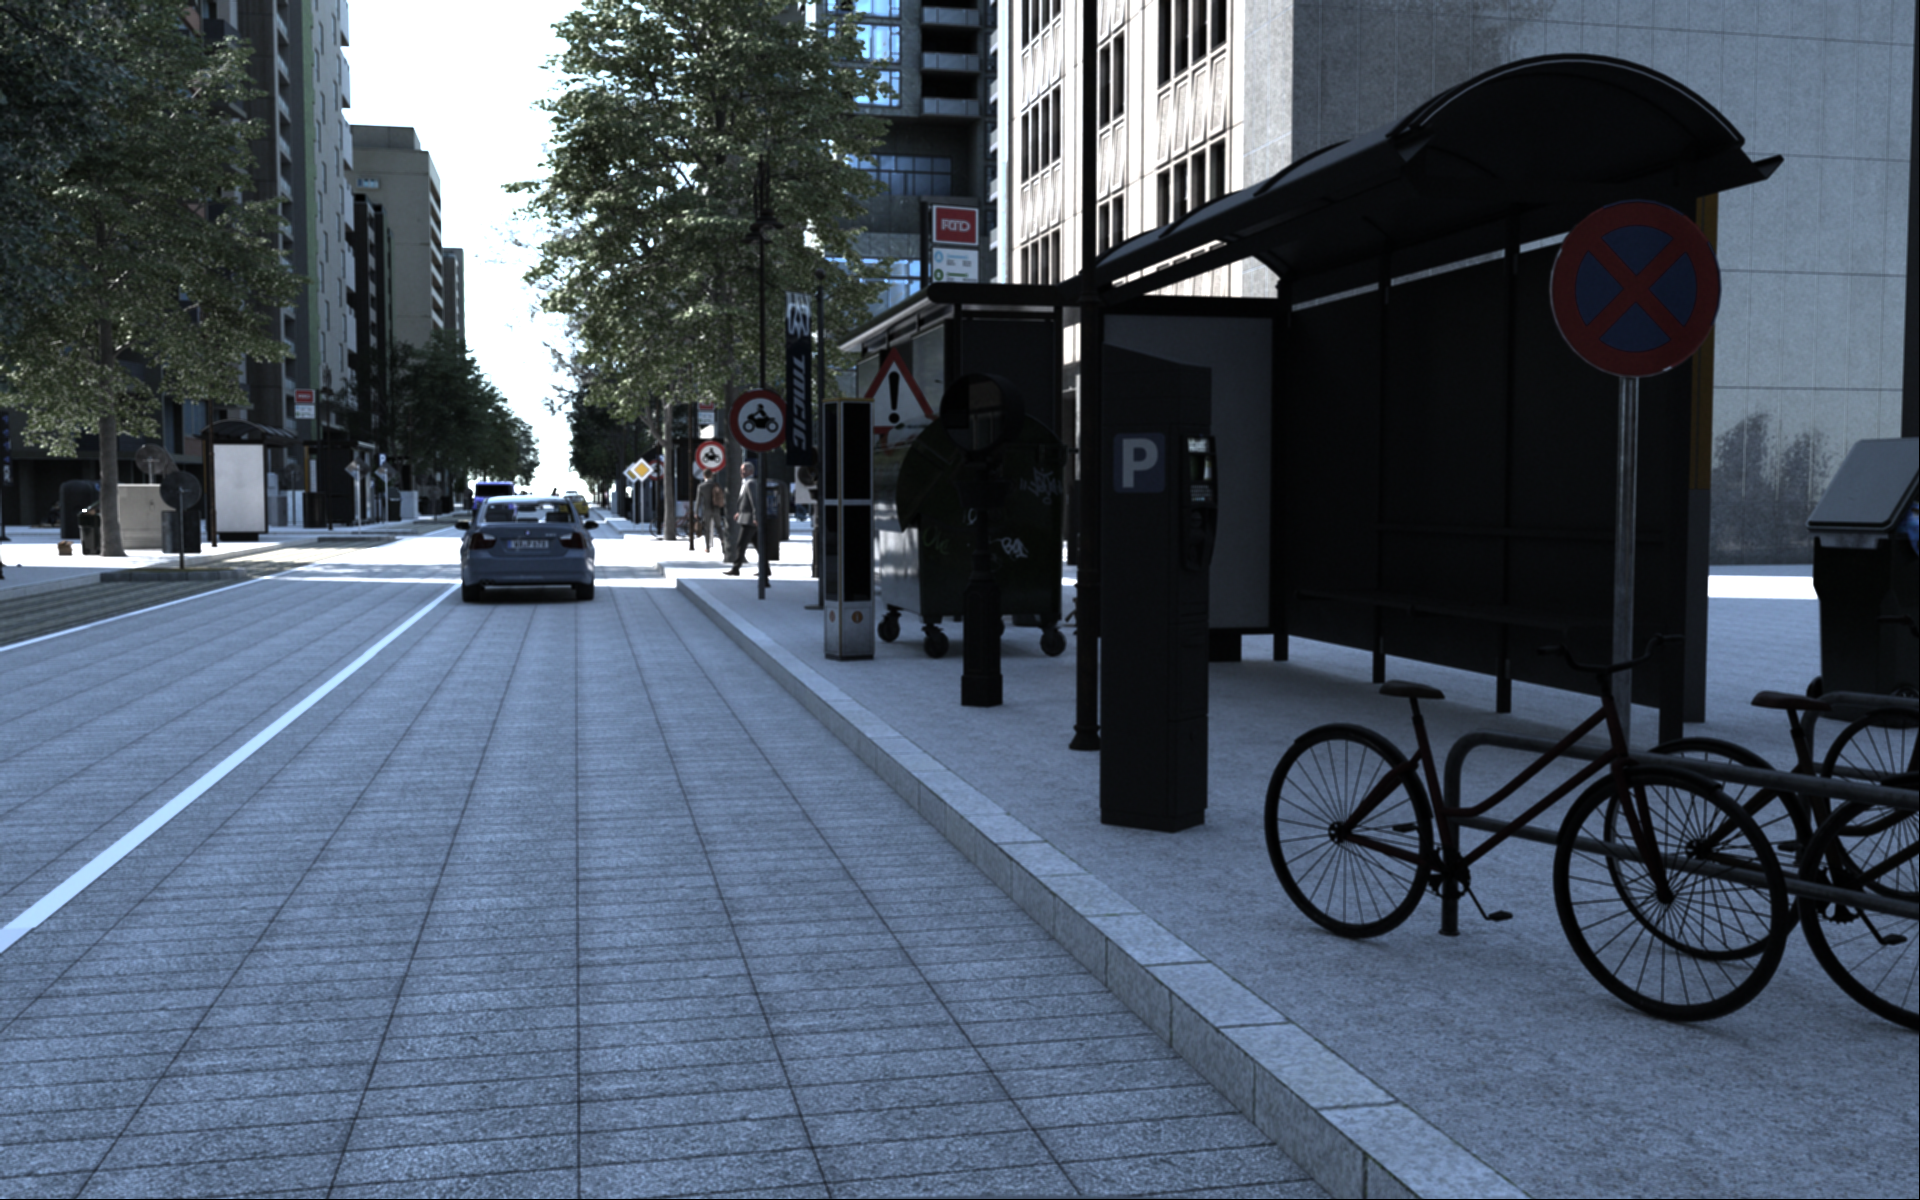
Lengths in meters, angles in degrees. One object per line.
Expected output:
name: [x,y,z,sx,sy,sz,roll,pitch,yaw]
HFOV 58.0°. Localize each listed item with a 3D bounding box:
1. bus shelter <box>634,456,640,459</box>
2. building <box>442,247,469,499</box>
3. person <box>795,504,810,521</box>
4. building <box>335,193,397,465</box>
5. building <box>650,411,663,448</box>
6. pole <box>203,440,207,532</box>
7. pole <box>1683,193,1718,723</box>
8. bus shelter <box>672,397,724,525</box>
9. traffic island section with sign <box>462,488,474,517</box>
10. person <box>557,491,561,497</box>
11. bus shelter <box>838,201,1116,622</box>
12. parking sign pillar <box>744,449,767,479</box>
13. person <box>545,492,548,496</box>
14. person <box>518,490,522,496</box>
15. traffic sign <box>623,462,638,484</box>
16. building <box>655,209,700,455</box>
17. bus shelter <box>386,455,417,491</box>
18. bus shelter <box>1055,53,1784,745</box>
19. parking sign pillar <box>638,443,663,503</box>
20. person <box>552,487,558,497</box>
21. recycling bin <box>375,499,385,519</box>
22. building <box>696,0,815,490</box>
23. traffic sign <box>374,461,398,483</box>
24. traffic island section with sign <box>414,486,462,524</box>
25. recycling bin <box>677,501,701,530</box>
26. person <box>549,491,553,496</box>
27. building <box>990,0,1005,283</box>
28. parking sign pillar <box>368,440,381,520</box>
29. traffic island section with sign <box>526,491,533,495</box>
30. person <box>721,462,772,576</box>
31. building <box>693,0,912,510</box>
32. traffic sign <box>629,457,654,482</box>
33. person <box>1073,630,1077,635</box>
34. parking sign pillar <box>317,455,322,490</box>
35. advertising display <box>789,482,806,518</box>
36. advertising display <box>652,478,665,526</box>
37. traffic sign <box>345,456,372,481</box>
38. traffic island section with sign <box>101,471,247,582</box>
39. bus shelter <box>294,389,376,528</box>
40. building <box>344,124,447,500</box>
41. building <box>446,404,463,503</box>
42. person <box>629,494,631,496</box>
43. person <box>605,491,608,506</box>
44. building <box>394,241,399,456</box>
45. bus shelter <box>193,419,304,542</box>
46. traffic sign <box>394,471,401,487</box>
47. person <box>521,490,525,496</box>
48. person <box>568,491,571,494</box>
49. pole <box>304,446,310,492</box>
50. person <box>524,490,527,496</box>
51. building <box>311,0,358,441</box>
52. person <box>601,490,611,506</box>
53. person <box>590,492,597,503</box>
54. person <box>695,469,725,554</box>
bus shelter: [-19.593,-7.229,109.470,1.731,3.624,6.357,-1,4,-12]
building: [-86.744,-36.336,277.690,14.154,41.232,14.086,-1,4,-12]
person: [-7.369,-4.263,81.237,0.738,1.151,1.012,0,4,-4]
building: [-62.065,-24.015,164.346,14.160,30.474,14.107,-1,4,-12]
building: [-33.989,-25.954,269.392,27.650,21.520,28.899,-1,4,-12]
pole: [-25.709,-3.996,59.180,0.158,3.312,0.155,0,3,0]
pole: [4.119,-0.970,9.698,0.158,3.312,0.155,0,3,0]
bus shelter: [-10.655,-5.597,69.142,2.179,5.291,8.768,-1,4,-12]
traffic island section with sign: [-31.023,-6.174,109.568,1.989,1.847,2.006,-1,4,-12]
person: [-44.893,-11.289,193.793,1.217,1.735,0.721,-2,4,-29]
bus shelter: [-0.208,-2.685,21.531,2.179,5.291,8.768,-1,4,-12]
parking sign pillar: [-11.187,-6.502,94.785,1.447,3.967,1.447,2,4,30]
person: [-69.391,-17.217,290.657,0.621,1.740,0.551,2,4,35]
person: [-45.937,-10.557,181.195,1.350,1.814,0.705,3,4,37]
traffic sign: [-11.809,-3.708,62.811,0.795,2.593,0.064,-1,4,-12]
building: [-35.404,-34.429,246.505,14.154,41.232,14.086,-1,4,-12]
bus shelter: [-34.638,-7.065,106.793,1.731,3.624,6.357,-1,4,-12]
bus shelter: [2.297,-1.026,10.701,2.014,3.302,5.546,-1,4,-12]
parking sign pillar: [-15.813,-6.104,88.264,1.447,3.967,1.447,-1,4,-17]
person: [-22.306,-5.333,95.709,0.555,1.821,0.388,3,5,40]
recycling bin: [-29.592,-4.590,87.604,0.722,1.027,0.722,3,4,39]
building: [-11.346,-32.232,150.689,21.300,48.544,21.600,-1,4,-12]
traffic sign: [-20.204,-3.595,60.975,0.795,2.593,0.064,-1,4,-12]
traffic island section with sign: [-25.170,-4.564,83.254,1.989,1.847,2.006,-1,4,-12]
recycling bin: [-9.868,-3.088,63.047,0.722,1.027,0.722,-1,4,-21]
person: [-44.917,-11.162,191.076,1.350,1.814,0.705,-3,5,-41]
building: [9.932,-26.559,84.347,14.200,45.320,14.600,-1,4,-12]
parking sign pillar: [-29.289,-5.931,85.448,1.447,3.967,1.447,-1,4,-9]
traffic island section with sign: [-65.673,-15.719,265.632,1.989,1.847,2.006,-1,4,-12]
person: [-3.341,-1.254,26.950,0.834,1.777,0.661,-1,4,-19]
building: [-19.472,-53.611,189.214,22.319,86.520,31.000,-1,4,-12]
traffic sign: [-10.078,-3.231,55.016,0.795,2.593,0.064,-1,4,-12]
person: [1.383,-0.625,15.624,0.474,1.900,0.648,-2,4,-32]
parking sign pillar: [-41.203,-7.614,112.964,1.447,3.967,1.447,3,5,45]
advertising display: [-8.736,-5.385,93.264,0.974,1.923,0.123,2,4,26]
advertising display: [-12.002,-3.899,68.956,0.123,1.923,0.974,1,4,13]
traffic sign: [-18.473,-3.119,53.179,0.795,2.593,0.064,-1,4,-12]
traffic island section with sign: [-13.150,-1.254,29.125,1.989,1.847,2.006,-1,4,-12]
bus shelter: [-24.868,-5.583,68.906,2.179,5.291,8.768,-1,4,-12]
building: [-80.322,-37.068,229.768,21.300,48.544,21.600,-1,4,-12]
building: [-88.544,-25.097,255.370,27.650,21.520,28.899,-1,4,-12]
person: [-49.588,-15.647,261.949,0.705,1.814,1.350,2,4,25]
person: [-38.142,-10.973,186.384,0.436,1.711,0.756,-2,4,-32]
building: [-66.171,-24.910,178.987,14.160,30.474,14.107,-1,4,-12]
bus shelter: [-20.101,-3.382,49.216,2.014,3.302,5.546,-1,4,-13]
traffic sign: [-30.190,-5.642,92.356,0.768,2.556,0.104,0,4,-7]
person: [-37.762,-8.618,149.541,0.705,1.807,1.348,0,4,-4]
person: [-39.666,-10.220,176.319,1.217,1.743,0.721,-3,5,-43]
pole: [-27.560,-4.851,73.162,0.158,3.312,0.155,0,3,0]
person: [-47.023,-10.922,187.083,0.705,1.824,1.348,3,5,43]
building: [-64.896,-33.765,141.293,28.713,52.752,27.495,-1,4,-12]
person: [-39.266,-11.335,192.058,1.217,1.739,0.721,1,4,17]
person: [-50.828,-14.372,240.982,1.348,1.831,0.705,0,4,-7]
person: [-5.387,-1.922,37.429,0.622,1.834,0.822,-2,4,-27]
